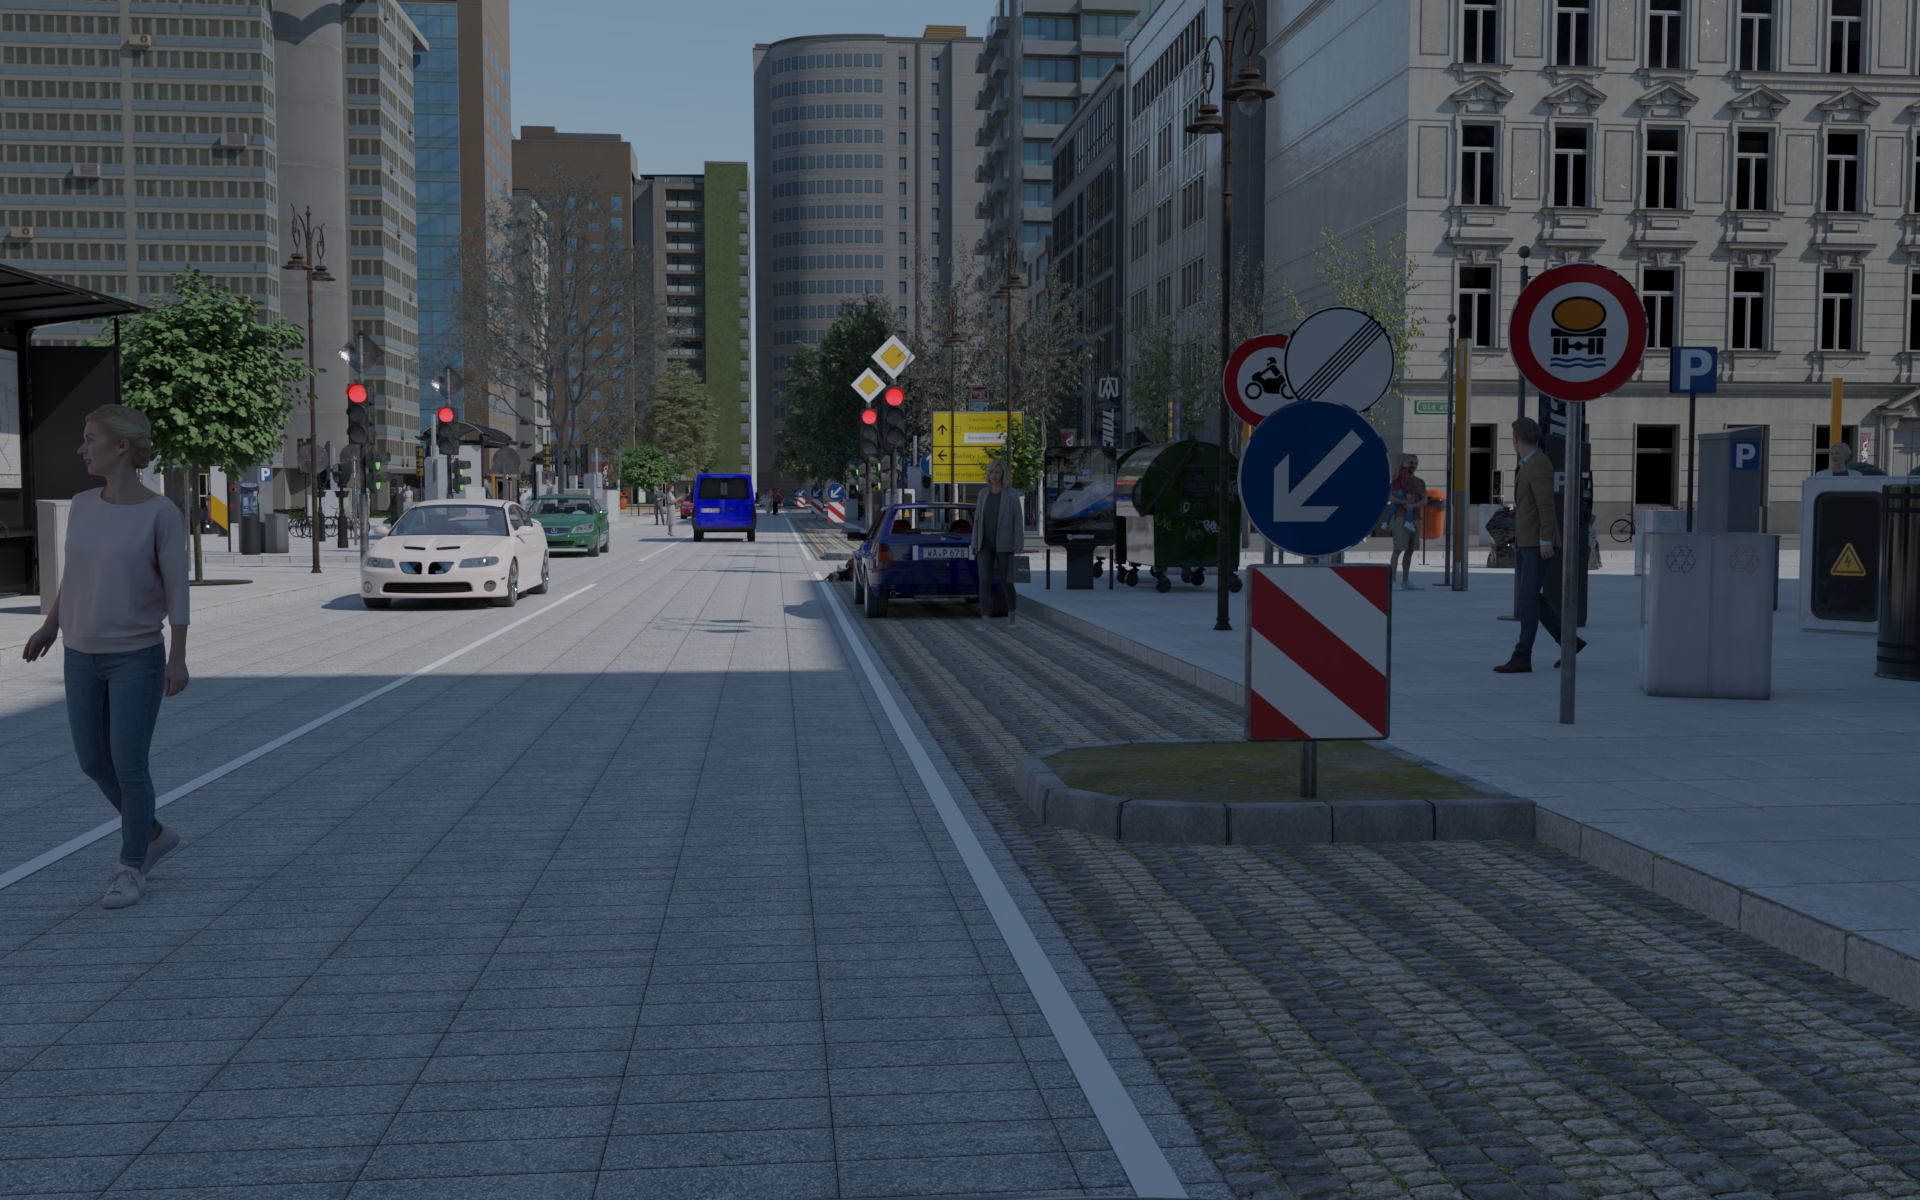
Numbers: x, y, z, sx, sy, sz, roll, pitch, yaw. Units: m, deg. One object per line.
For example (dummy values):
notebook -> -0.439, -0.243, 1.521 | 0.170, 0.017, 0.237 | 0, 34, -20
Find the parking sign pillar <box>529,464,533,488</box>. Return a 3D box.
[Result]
parking sign pillar -> -26.401, -7.354, 108.713 | 1.447, 3.967, 1.447 | 3, 5, 40

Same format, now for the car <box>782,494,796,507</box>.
car -> -18.174, -10.641, 185.975 | 2.014, 1.417, 4.499 | 0, 4, -6

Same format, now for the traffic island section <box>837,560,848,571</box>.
traffic island section -> -1.152, -0.516, 30.723 | 2.009, 0.180, 2.903 | 0, 4, -6

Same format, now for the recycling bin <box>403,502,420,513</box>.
recycling bin -> -17.358, -2.606, 55.157 | 0.722, 1.027, 0.722 | 0, 4, -4

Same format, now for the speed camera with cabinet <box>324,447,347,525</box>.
speed camera with cabinet -> -26.244, -4.799, 72.803 | 0.660, 3.252, 2.038 | -1, 4, -8

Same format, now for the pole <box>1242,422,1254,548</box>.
pole -> 6.758, -2.875, 40.854 | 0.158, 3.312, 0.155 | 0, 3, 0

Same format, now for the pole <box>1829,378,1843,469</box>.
pole -> 15.388, -2.241, 30.480 | 0.158, 3.312, 0.155 | 0, 3, 0

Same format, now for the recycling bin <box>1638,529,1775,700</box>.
recycling bin -> 4.805, 0.084, 11.178 | 0.722, 1.027, 0.722 | 1, 4, 17

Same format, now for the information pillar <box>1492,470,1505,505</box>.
information pillar -> 16.451, -2.966, 52.986 | 0.304, 2.012, 0.304 | 2, 4, 31

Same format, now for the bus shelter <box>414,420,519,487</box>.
bus shelter -> -14.177, -3.439, 50.147 | 2.014, 3.302, 5.546 | 0, 4, -6

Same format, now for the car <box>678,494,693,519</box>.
car -> -15.086, -5.529, 99.447 | 2.155, 1.783, 4.494 | 0, 4, -6

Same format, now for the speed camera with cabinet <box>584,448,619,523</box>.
speed camera with cabinet -> -15.627, -4.958, 75.399 | 0.660, 3.252, 2.038 | 1, 4, 18

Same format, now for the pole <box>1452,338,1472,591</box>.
pole -> 6.619, -1.773, 22.834 | 0.158, 3.312, 0.155 | 0, 3, 0

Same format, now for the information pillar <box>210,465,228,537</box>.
information pillar -> -22.129, -3.695, 51.771 | 0.504, 3.616, 0.183 | -1, 4, -10

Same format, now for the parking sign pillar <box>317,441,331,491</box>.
parking sign pillar -> -32.101, -6.040, 87.219 | 1.447, 3.967, 1.447 | 0, 4, -3

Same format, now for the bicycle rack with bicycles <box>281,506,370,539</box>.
bicycle rack with bicycles -> -19.239, -2.291, 50.847 | 2.925, 0.926, 2.852 | 1, 4, 21

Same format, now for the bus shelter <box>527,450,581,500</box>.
bus shelter -> -18.937, -5.353, 81.451 | 2.014, 3.302, 5.546 | 0, 4, -6

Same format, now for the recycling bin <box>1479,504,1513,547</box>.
recycling bin -> 13.142, -1.826, 42.415 | 0.722, 1.027, 0.722 | 2, 4, 27

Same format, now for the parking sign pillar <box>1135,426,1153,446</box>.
parking sign pillar -> 7.570, -4.956, 69.500 | 1.447, 3.967, 1.447 | 3, 5, 45

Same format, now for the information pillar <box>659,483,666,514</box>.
information pillar -> -18.966, -6.479, 110.422 | 0.304, 2.012, 0.304 | 3, 5, 43

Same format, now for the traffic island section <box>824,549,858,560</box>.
traffic island section -> -2.009, -1.002, 38.662 | 2.009, 0.180, 2.903 | 0, 4, -6

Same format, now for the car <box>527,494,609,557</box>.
car -> -9.320, -1.778, 40.863 | 2.131, 1.459, 4.920 | 0, 4, -7

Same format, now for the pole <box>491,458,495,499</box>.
pole -> -26.138, -6.309, 96.990 | 0.158, 3.312, 0.155 | 0, 3, 0

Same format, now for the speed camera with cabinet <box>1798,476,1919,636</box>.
speed camera with cabinet -> 8.652, -1.291, 15.443 | 0.660, 3.252, 2.038 | -3, 4, -39

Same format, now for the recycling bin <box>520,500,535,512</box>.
recycling bin -> -16.879, -3.393, 68.026 | 0.722, 1.027, 0.722 | -1, 4, -17

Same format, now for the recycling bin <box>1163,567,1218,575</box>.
recycling bin -> 3.701, -0.926, 27.698 | 0.722, 1.027, 0.722 | 3, 5, 43

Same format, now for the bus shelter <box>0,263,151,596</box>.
bus shelter -> -10.747, -1.687, 18.859 | 1.731, 3.624, 6.357 | 0, 4, -6

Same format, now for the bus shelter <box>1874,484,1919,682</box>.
bus shelter -> 7.054, -1.858, 8.004 | 2.179, 5.291, 8.768 | 0, 4, -6

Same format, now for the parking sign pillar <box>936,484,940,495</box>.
parking sign pillar -> -0.889, -5.889, 84.762 | 1.447, 3.967, 1.447 | 2, 4, 35

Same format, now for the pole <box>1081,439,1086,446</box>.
pole -> 4.580, -4.286, 63.927 | 0.158, 3.312, 0.155 | 0, 3, 0

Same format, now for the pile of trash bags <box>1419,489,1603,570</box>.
pile of trash bags -> 9.658, -1.277, 30.631 | 3.447, 1.369, 1.912 | 3, 4, 36

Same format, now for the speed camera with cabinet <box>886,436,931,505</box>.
speed camera with cabinet -> -1.712, -3.895, 58.020 | 0.660, 3.252, 2.038 | 2, 4, 30

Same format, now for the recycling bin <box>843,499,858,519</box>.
recycling bin -> -5.532, -4.610, 87.932 | 0.722, 1.027, 0.722 | -1, 4, -14

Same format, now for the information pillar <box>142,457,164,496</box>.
information pillar -> -17.337, -2.802, 37.163 | 0.504, 3.616, 0.183 | 1, 4, 16

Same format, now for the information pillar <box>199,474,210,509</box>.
information pillar -> -27.276, -3.549, 62.512 | 0.304, 2.012, 0.304 | 0, 4, -8

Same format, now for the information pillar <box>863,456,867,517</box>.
information pillar -> -5.198, -6.348, 95.139 | 0.183, 3.616, 0.504 | 1, 4, 14

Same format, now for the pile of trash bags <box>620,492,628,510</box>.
pile of trash bags -> -19.127, -5.051, 92.334 | 1.912, 1.369, 3.447 | 3, 5, 40

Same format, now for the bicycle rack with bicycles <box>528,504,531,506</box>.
bicycle rack with bicycles -> -15.411, -3.215, 65.941 | 2.852, 0.926, 2.925 | 1, 4, 14

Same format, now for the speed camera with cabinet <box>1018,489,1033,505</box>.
speed camera with cabinet -> 3.119, -6.055, 93.332 | 0.660, 3.252, 2.038 | -2, 4, -33

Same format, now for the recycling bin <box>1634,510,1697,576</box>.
recycling bin -> 10.964, -0.876, 26.875 | 0.722, 1.027, 0.722 | 0, 4, -3

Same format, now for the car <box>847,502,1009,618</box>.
car -> -0.395, -0.536, 21.348 | 1.945, 1.354, 3.894 | 0, 4, -6

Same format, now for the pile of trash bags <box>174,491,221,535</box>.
pile of trash bags -> -24.084, -2.754, 54.786 | 1.912, 1.369, 3.447 | -3, 5, -44

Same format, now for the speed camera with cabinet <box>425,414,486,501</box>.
speed camera with cabinet -> -12.435, -2.954, 42.640 | 0.660, 3.252, 2.038 | -3, 5, -44

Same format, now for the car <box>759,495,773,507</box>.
car -> -20.744, -10.678, 186.946 | 2.083, 1.381, 4.827 | 0, 4, -7

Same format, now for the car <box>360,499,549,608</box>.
car -> -6.717, -0.674, 23.386 | 2.083, 1.381, 4.827 | 0, 4, -5

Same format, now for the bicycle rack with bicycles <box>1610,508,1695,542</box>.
bicycle rack with bicycles -> 19.113, -1.987, 45.869 | 2.925, 0.926, 2.852 | 3, 5, 44

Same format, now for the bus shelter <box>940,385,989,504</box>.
bus shelter -> 0.273, -5.125, 61.426 | 2.179, 5.291, 8.768 | 0, 4, -6
